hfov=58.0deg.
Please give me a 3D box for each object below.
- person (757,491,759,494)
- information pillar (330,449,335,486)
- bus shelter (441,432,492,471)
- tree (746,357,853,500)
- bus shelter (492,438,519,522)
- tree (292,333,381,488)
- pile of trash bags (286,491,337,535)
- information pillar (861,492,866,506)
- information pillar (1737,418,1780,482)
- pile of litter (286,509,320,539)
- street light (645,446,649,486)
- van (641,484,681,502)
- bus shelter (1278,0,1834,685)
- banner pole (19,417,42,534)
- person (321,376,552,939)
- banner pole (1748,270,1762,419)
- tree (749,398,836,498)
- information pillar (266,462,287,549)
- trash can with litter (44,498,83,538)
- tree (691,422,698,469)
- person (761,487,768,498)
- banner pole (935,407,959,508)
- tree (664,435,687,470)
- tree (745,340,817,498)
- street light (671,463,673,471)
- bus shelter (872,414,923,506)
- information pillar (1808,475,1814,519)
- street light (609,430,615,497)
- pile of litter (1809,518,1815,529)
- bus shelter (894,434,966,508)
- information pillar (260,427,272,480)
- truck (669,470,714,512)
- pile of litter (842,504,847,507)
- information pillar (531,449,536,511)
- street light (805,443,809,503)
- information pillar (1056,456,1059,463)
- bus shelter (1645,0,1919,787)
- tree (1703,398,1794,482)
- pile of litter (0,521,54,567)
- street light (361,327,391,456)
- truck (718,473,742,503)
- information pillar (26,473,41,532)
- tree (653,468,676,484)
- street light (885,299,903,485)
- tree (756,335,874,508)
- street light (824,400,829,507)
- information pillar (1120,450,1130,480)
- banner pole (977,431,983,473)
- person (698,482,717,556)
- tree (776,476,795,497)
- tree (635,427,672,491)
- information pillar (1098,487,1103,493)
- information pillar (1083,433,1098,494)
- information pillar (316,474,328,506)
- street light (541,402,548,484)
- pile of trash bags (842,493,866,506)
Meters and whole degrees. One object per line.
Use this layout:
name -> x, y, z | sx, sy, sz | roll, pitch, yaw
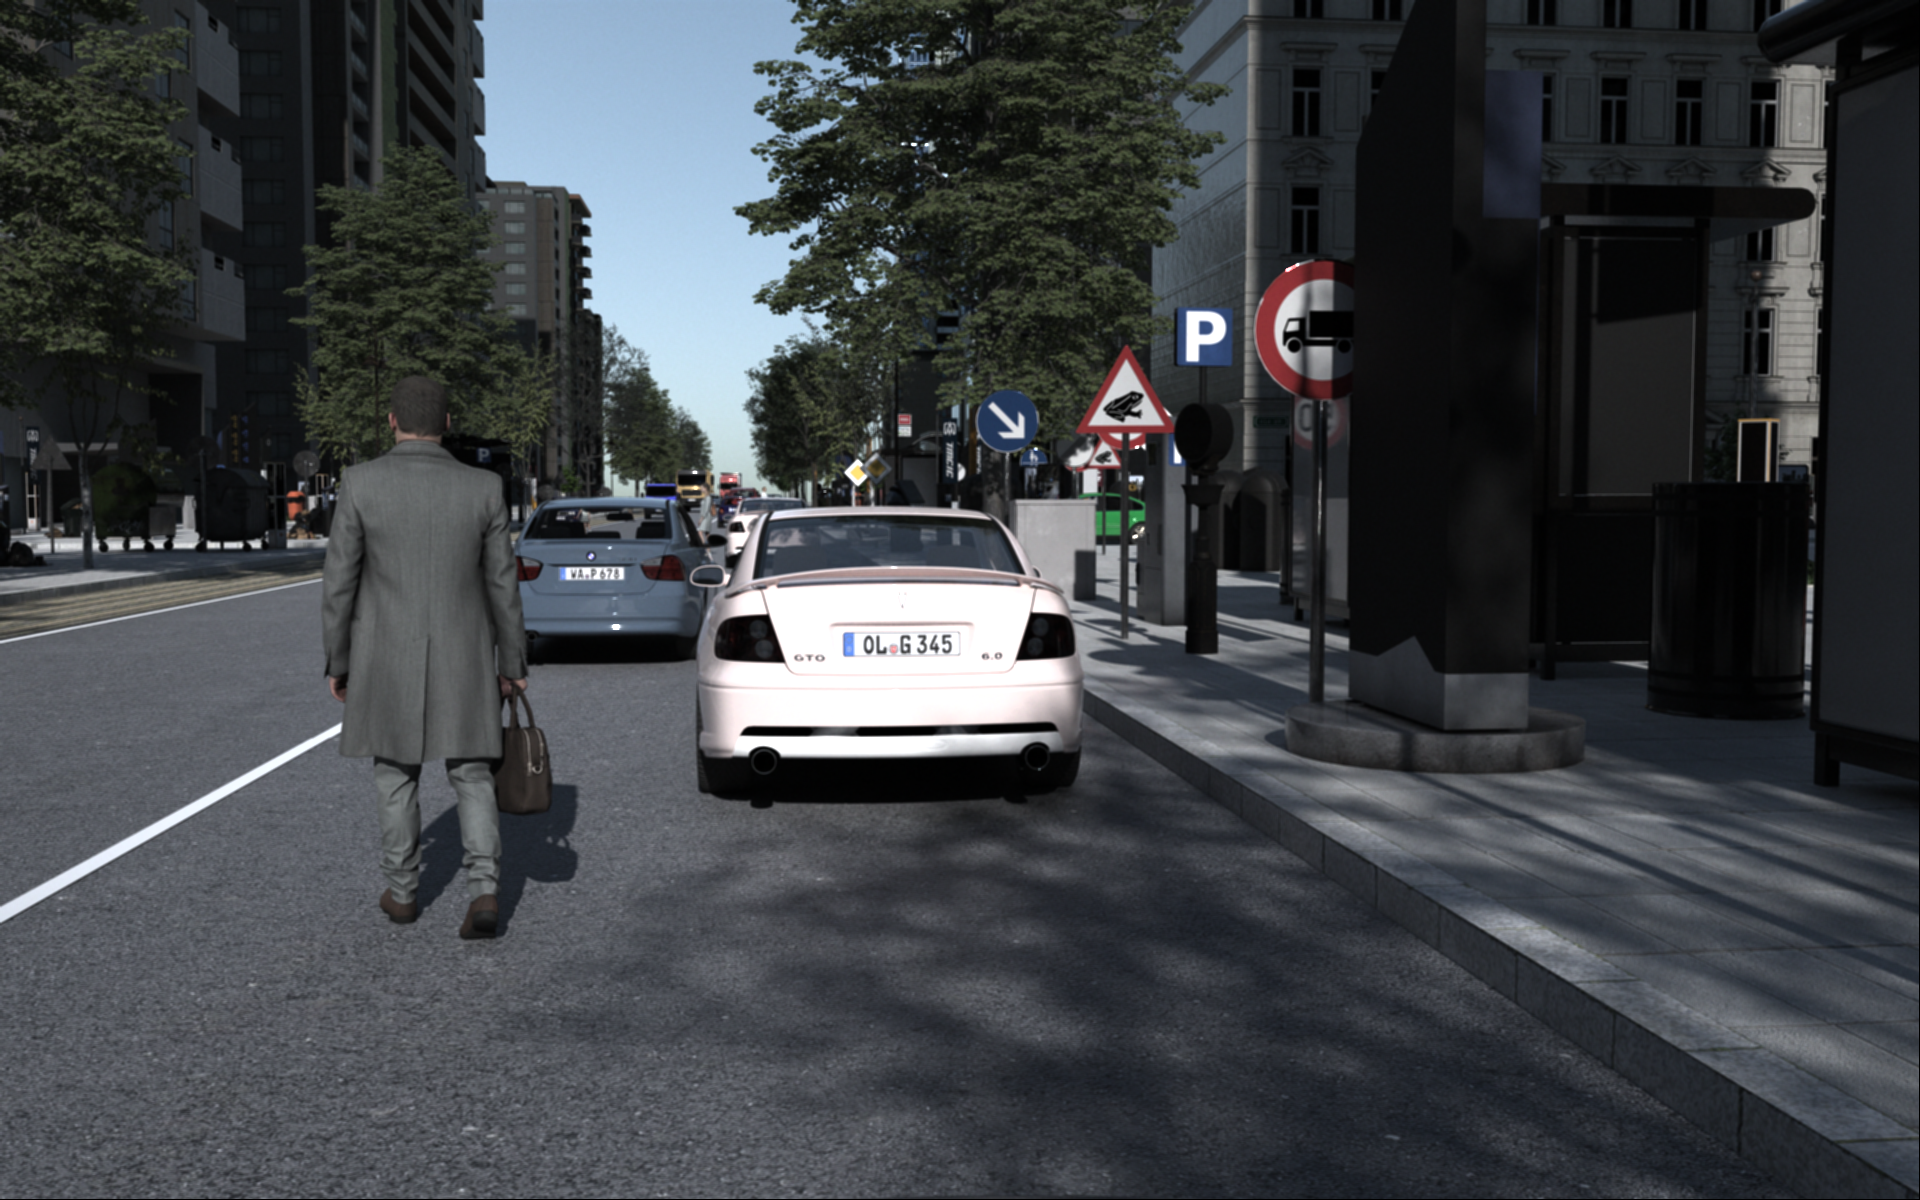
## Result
person -> -27.211, -13.776, 233.364 | 1.348, 1.869, 0.705 | 2, 4, 23
information pillar -> -32.368, -5.996, 89.394 | 0.183, 3.616, 0.504 | -2, 4, -34
bus shelter -> -20.048, -4.730, 68.615 | 1.731, 3.624, 6.357 | 0, 4, -7
tree -> -13.842, -14.739, 151.349 | 12.009, 13.543, 11.850 | 0, 3, 0
bus shelter -> -20.524, -5.159, 75.631 | 1.731, 3.624, 6.357 | 0, 4, -7
tree -> -27.043, -7.691, 76.109 | 4.737, 8.622, 4.395 | 0, 3, 0
pile of trash bags -> -19.964, -2.758, 54.839 | 1.912, 1.369, 3.447 | 1, 4, 22
information pillar -> -5.544, -5.745, 98.429 | 0.304, 2.012, 0.304 | 1, 4, 9
information pillar -> 7.833, -0.768, 17.042 | 0.304, 2.012, 0.304 | 3, 5, 41
pile of litter -> -18.909, -2.165, 49.370 | 1.176, 0.858, 1.719 | -3, 5, -42
street light -> -29.354, -11.592, 162.311 | 0.468, 5.910, 1.993 | 0, 4, -6
van -> -17.137, -5.820, 99.538 | 2.240, 2.365, 5.245 | -1, 4, -8
bus shelter -> 4.342, -2.352, 16.087 | 2.179, 5.291, 8.768 | 0, 4, -6
banner pole -> -30.221, -4.051, 56.249 | 0.401, 3.779, 0.863 | 2, 4, 27
person -> -1.726, 0.178, 5.685 | 0.694, 1.812, 0.767 | -1, 4, -23
banner pole -> 8.814, -1.788, 19.252 | 0.401, 3.779, 0.863 | 1, 4, 21
tree -> -16.663, -15.833, 175.882 | 9.611, 12.733, 9.660 | 0, 3, 0
information pillar -> -15.905, -2.191, 40.314 | 0.304, 2.012, 0.304 | 2, 4, 33
trash can with litter -> -26.189, -2.405, 50.701 | 0.624, 1.170, 1.055 | 2, 4, 32
tree -> -33.363, -16.309, 184.779 | 7.486, 12.596, 7.792 | 0, 3, 0
person -> -10.037, -4.870, 88.348 | 0.641, 1.798, 0.478 | 3, 4, 37
banner pole -> -0.439, -3.675, 50.108 | 0.863, 3.779, 0.401 | -1, 4, -21
tree -> -35.830, -16.006, 212.059 | 4.737, 8.622, 4.395 | 0, 3, 0
tree -> -20.110, -21.867, 213.411 | 12.611, 20.169, 13.585 | 0, 3, 0
street light -> -34.371, -14.292, 206.460 | 0.468, 5.910, 1.993 | 0, 4, -6
bus shelter -> -3.204, -6.514, 84.140 | 2.179, 5.291, 8.768 | 0, 4, -7
information pillar -> 31.952, -3.718, 65.286 | 0.304, 2.012, 0.304 | -2, 4, -33
street light -> -24.908, -9.244, 123.925 | 0.468, 5.910, 1.993 | 0, 4, -6
pile of litter -> 31.003, -3.033, 63.558 | 1.176, 0.858, 1.719 | -1, 4, -12
bus shelter -> -1.110, -4.124, 61.350 | 2.014, 3.302, 5.546 | 0, 4, -7
information pillar -> -23.983, -4.195, 59.948 | 0.183, 3.616, 0.504 | 1, 4, 17
truck -> -21.292, -8.750, 138.989 | 3.469, 3.379, 9.791 | 0, 4, -5
pile of litter -> -5.121, -3.833, 76.631 | 1.719, 0.858, 1.176 | 1, 4, 13
information pillar -> -22.281, -6.066, 90.535 | 0.183, 3.616, 0.504 | -3, 4, -36
street light -> -10.893, -9.151, 122.405 | 0.468, 5.910, 1.993 | 0, 4, -6
information pillar -> 5.255, -6.254, 93.599 | 0.183, 3.616, 0.504 | -1, 4, -11
bus shelter -> 4.730, -1.744, 6.144 | 2.179, 5.291, 8.768 | 0, 4, -7
tree -> 15.773, -2.491, 35.332 | 1.663, 3.219, 1.824 | 0, 3, 0
pile of litter -> -17.056, -1.019, 30.634 | 1.719, 0.858, 1.176 | -1, 4, -10
street light -> -16.159, -4.604, 48.057 | 0.468, 5.910, 1.993 | 0, 4, -6
truck -> -30.636, -14.826, 231.325 | 2.839, 4.237, 11.283 | 0, 4, -5
information pillar -> -31.642, -3.343, 59.147 | 0.304, 2.012, 0.304 | 0, 4, -2
tree -> -33.917, -13.167, 198.988 | 4.285, 4.588, 4.351 | 0, 3, 0
street light -> -1.493, -4.162, 40.833 | 0.468, 5.910, 1.993 | 0, 4, -6
tree -> -11.479, -14.149, 137.988 | 9.857, 13.997, 8.962 | 0, 3, 0
street light -> -6.464, -6.820, 84.291 | 0.468, 5.910, 1.993 | 0, 4, -6
information pillar -> 6.229, -4.542, 65.611 | 0.183, 3.616, 0.504 | -3, 5, -40
banner pole -> 0.686, -3.942, 54.465 | 0.863, 3.779, 0.401 | -3, 5, -40
person -> -5.880, -1.869, 40.063 | 0.522, 1.701, 0.512 | -1, 4, -15
tree -> -23.150, -15.115, 230.835 | 4.285, 4.588, 4.351 | 0, 3, 0
tree -> -29.908, -13.260, 167.166 | 4.360, 8.622, 3.978 | 0, 3, 0
information pillar -> 5.924, -4.283, 74.513 | 0.304, 2.012, 0.304 | -2, 4, -32
information pillar -> 4.083, -3.832, 54.004 | 0.504, 3.616, 0.183 | 2, 4, 30
information pillar -> -23.892, -3.697, 64.938 | 0.304, 2.012, 0.304 | 1, 4, 21
street light -> -20.623, -6.934, 86.166 | 0.468, 5.910, 1.993 | 0, 4, -6
pile of trash bags -> -4.734, -4.255, 79.315 | 1.912, 1.369, 3.447 | 0, 4, -3
